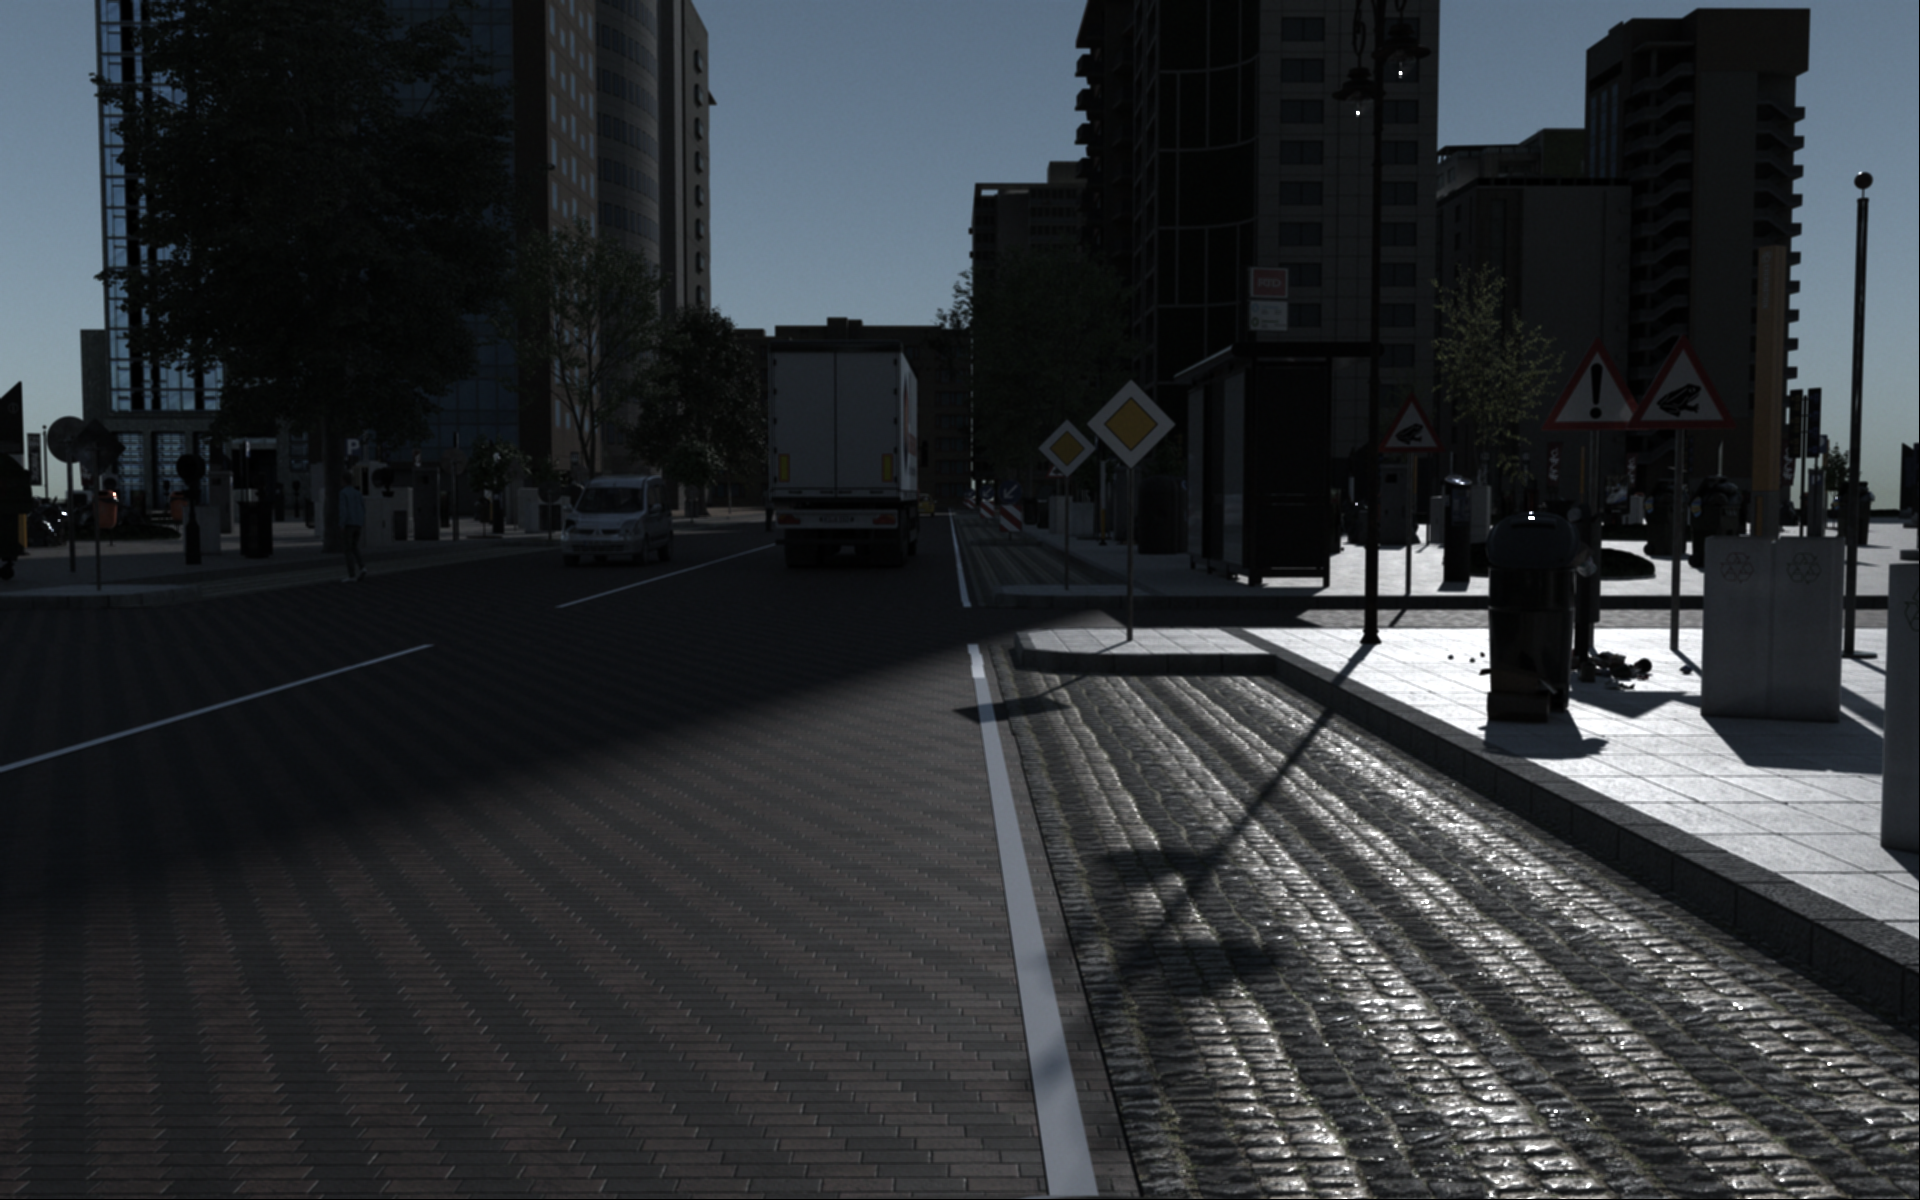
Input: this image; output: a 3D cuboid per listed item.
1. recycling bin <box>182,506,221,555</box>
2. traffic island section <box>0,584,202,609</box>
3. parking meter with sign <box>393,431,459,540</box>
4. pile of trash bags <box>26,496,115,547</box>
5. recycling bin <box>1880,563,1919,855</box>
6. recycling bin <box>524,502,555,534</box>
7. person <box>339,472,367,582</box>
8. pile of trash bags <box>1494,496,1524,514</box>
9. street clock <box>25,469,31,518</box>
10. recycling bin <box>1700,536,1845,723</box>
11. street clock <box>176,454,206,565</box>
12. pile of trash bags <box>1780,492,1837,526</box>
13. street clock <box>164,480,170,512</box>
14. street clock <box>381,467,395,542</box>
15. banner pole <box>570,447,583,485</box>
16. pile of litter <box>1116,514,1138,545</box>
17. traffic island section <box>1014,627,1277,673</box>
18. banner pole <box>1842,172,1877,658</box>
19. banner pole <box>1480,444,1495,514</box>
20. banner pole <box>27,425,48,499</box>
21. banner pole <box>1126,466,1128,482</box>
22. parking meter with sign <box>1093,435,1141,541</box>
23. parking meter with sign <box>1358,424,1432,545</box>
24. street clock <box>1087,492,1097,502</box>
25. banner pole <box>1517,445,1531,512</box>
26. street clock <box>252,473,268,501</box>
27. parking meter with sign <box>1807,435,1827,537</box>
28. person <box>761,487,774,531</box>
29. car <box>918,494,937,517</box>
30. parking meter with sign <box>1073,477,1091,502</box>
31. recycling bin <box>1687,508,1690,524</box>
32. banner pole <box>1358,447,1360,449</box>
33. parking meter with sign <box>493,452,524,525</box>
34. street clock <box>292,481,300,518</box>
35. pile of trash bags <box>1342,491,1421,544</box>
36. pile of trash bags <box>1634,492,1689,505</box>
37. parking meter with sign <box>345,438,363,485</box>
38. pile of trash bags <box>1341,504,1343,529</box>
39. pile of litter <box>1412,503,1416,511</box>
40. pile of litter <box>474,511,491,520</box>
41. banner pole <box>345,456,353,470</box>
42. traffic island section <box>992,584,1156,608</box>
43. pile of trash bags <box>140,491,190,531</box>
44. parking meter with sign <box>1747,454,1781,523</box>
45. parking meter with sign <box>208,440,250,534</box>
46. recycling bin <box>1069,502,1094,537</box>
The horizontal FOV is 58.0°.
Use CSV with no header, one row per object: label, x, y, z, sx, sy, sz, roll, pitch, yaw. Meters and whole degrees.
recycling bin,-16.083,-1.479,36.730,0.722,1.027,0.722,-2,4,-24
traffic island section,-11.494,-0.049,23.080,2.009,0.180,2.903,0,4,0
parking meter with sign,-14.883,-3.181,48.270,1.738,3.016,0.543,-1,4,-12
pile of trash bags,-22.317,-1.997,42.396,3.447,1.369,1.912,0,4,-1
recycling bin,3.818,0.392,6.140,0.722,1.027,0.722,-2,4,-28
recycling bin,-13.743,-2.697,56.647,0.722,1.027,0.722,3,5,39
person,-9.887,-1.182,28.173,0.444,1.785,0.601,2,4,32
pile of trash bags,28.298,-4.940,90.514,3.447,1.369,1.912,3,4,37
street clock,-27.337,-2.812,50.548,0.358,2.002,0.471,0,3,0
recycling bin,4.759,0.148,10.133,0.722,1.027,0.722,2,4,27
street clock,-13.965,-1.647,31.499,0.471,2.002,0.358,1,4,17
pile of trash bags,34.631,-3.755,71.145,1.912,1.369,3.447,3,4,36
street clock,-40.454,-5.126,88.377,0.358,2.002,0.471,-1,4,-14
street clock,-15.322,-2.559,46.411,0.358,2.002,0.471,0,4,-2
banner pole,-20.013,-6.161,90.745,0.863,3.779,0.401,-2,4,-34
pile of litter,4.785,-1.843,44.095,1.719,0.858,1.176,0,4,-3
traffic island section,1.507,0.434,15.188,2.009,0.180,2.903,0,4,0
banner pole,6.926,-1.429,13.382,0.401,3.779,0.863,2,4,27
banner pole,26.510,-5.930,86.977,0.863,3.779,0.401,1,4,19
banner pole,-33.452,-4.461,62.954,0.401,3.779,0.863,3,4,36
banner pole,4.493,-3.417,45.884,0.401,3.779,0.863,1,4,18
parking meter with sign,4.556,-3.103,46.997,1.738,3.016,0.543,0,4,-6
parking meter with sign,10.938,-2.893,43.569,1.738,3.016,0.543,1,4,21
street clock,4.299,-3.167,56.350,0.358,2.002,0.471,-3,4,-37
banner pole,28.481,-5.973,87.677,0.401,3.779,0.863,-3,5,-39
street clock,-27.384,-3.862,67.707,0.471,2.002,0.358,-2,4,-29
parking meter with sign,25.663,-3.399,51.834,0.543,3.016,1.738,2,4,30
person,-7.316,-3.541,66.579,0.592,1.802,0.473,3,5,41
car,-2.469,-6.086,109.724,2.015,1.641,3.980,0,4,0
parking meter with sign,4.602,-3.736,57.341,1.738,3.016,0.543,0,4,0
recycling bin,22.453,-2.427,52.240,0.722,1.027,0.722,0,4,-6
banner pole,21.523,-6.281,92.705,0.863,3.779,0.401,-2,4,-25
parking meter with sign,-18.712,-4.686,72.872,1.738,3.016,0.543,-3,5,-44
street clock,-36.235,-5.506,94.600,0.358,2.002,0.471,0,4,4
pile of trash bags,11.295,-2.230,46.207,1.912,1.369,3.447,1,4,14
pile of trash bags,38.738,-5.214,94.998,3.447,1.369,1.912,1,4,13
parking meter with sign,-18.899,-3.487,53.278,0.543,3.016,1.738,0,4,0
pile of trash bags,12.482,-2.878,56.809,1.912,1.369,3.447,2,4,28
pile of litter,22.824,-4.514,87.775,1.719,0.858,1.176,3,4,37
pile of litter,-23.090,-4.326,84.699,1.176,0.858,1.719,2,4,30
banner pole,-31.833,-6.120,90.077,0.863,3.779,0.401,-2,4,-23
traffic island section,1.447,-0.055,23.173,2.009,0.180,2.903,0,4,0
pile of trash bags,-25.686,-2.682,53.596,3.447,1.369,1.912,-3,4,-36
parking meter with sign,35.154,-4.869,75.875,0.543,3.016,1.738,-1,4,-8
parking meter with sign,-24.028,-3.671,56.288,1.738,3.016,0.543,-1,4,-9
recycling bin,3.659,-2.443,52.502,0.722,1.027,0.722,-1,4,-8
